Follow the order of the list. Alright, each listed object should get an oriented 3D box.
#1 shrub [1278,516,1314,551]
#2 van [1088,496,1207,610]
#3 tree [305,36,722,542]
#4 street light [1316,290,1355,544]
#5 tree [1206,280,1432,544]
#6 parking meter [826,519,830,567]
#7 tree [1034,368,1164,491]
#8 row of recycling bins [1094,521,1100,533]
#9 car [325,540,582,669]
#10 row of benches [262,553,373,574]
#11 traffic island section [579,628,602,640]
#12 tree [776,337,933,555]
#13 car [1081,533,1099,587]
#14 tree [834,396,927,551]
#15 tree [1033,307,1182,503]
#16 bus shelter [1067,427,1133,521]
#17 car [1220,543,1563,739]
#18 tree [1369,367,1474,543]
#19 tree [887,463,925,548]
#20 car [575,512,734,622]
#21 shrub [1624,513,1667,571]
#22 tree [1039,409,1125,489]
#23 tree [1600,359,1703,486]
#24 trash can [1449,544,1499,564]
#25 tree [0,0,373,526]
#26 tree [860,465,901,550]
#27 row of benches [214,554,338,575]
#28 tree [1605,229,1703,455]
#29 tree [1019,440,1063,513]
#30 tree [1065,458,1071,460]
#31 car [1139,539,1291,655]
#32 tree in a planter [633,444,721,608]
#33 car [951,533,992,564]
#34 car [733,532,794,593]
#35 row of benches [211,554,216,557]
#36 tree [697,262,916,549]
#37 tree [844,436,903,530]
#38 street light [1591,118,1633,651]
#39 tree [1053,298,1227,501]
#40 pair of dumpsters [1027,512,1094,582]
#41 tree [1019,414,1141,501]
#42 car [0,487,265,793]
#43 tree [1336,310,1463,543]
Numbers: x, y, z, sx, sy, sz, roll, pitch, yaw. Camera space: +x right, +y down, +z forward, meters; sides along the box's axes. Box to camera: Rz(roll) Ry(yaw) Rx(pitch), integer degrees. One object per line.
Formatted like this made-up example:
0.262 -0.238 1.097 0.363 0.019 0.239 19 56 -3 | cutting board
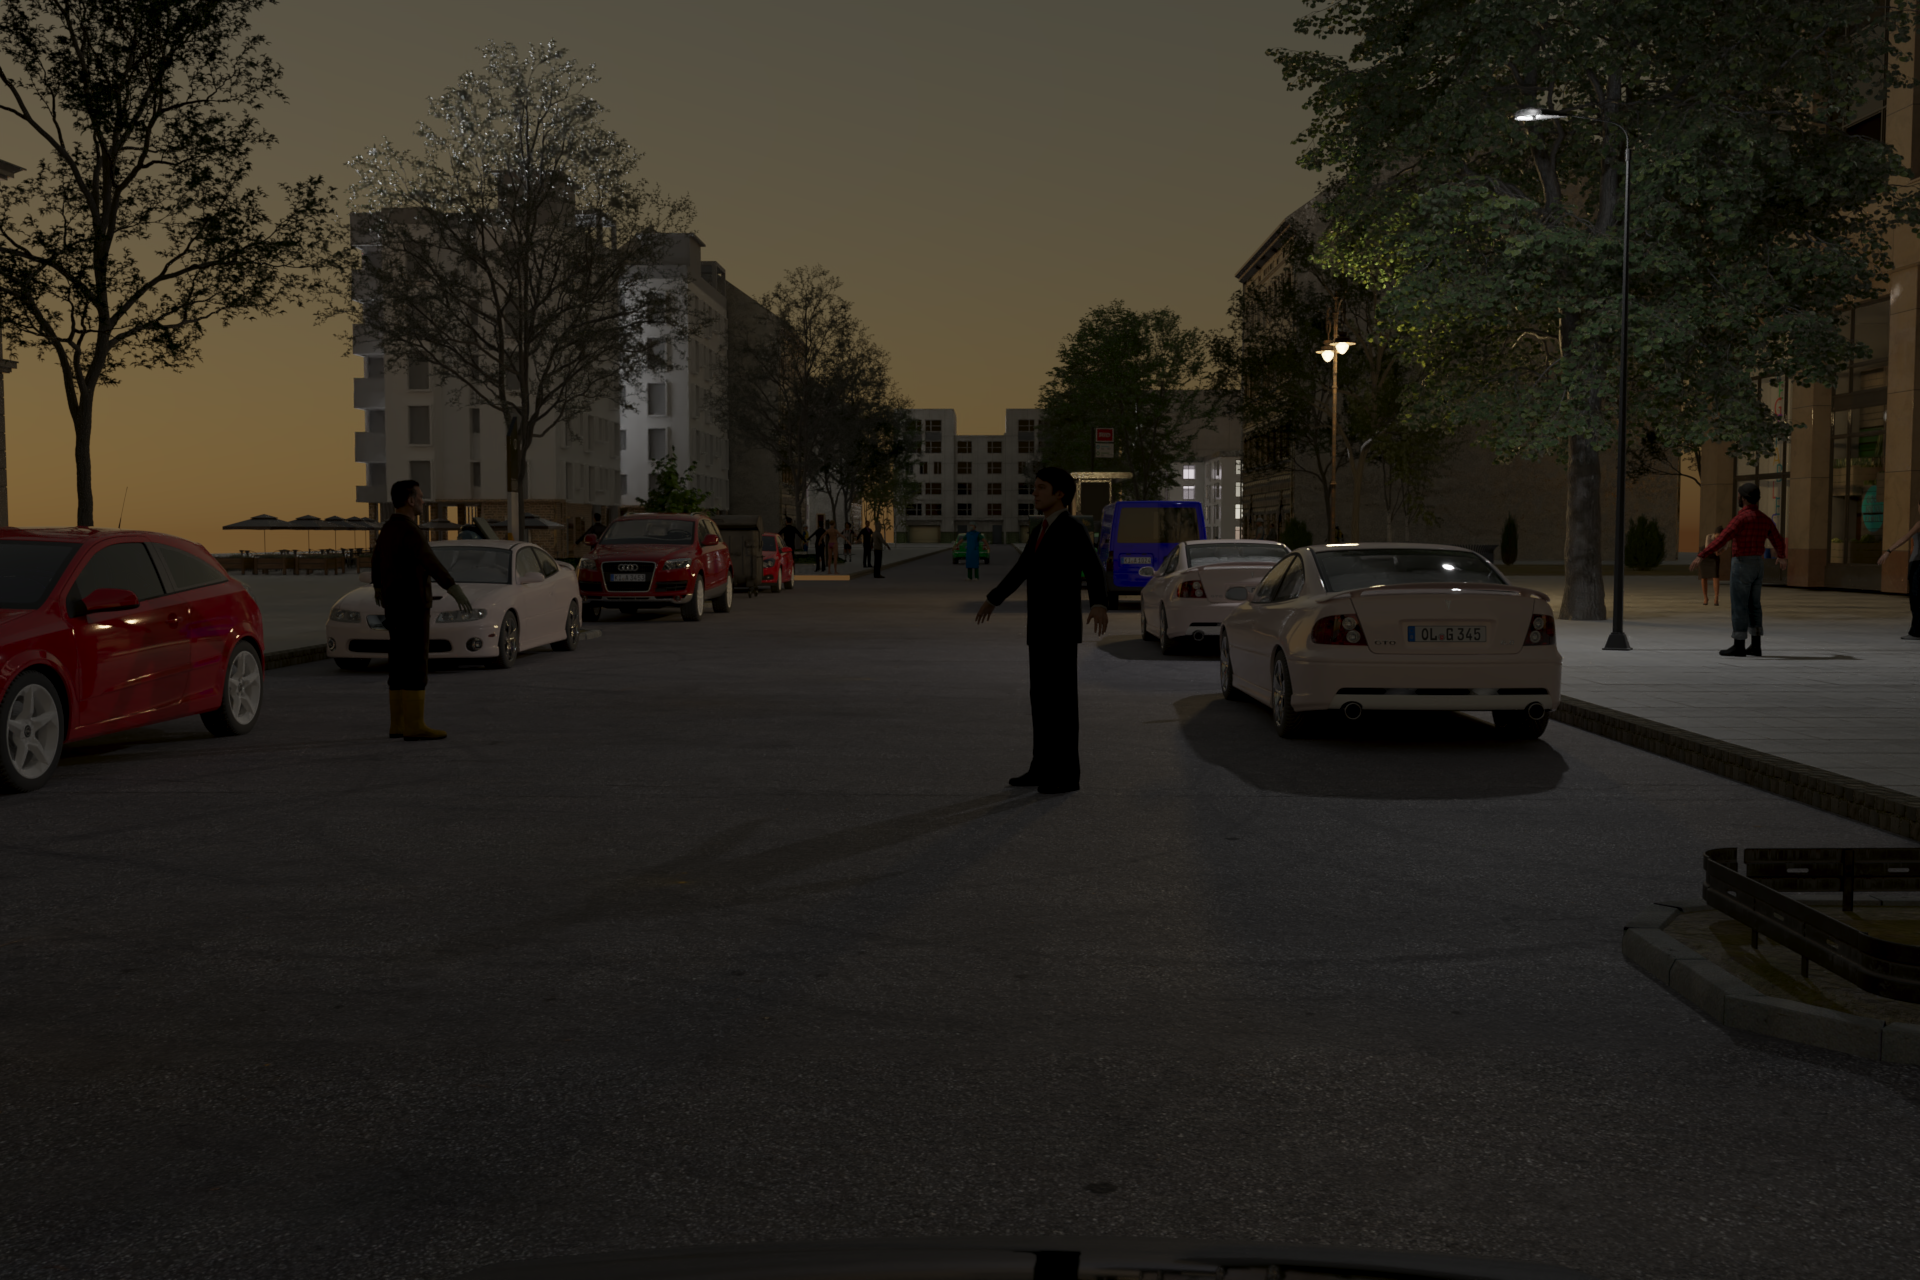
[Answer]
14.157 -4.227 73.148 1.661 2.075 1.752 0 3 0 | shrub
3.700 -1.828 34.279 2.240 2.365 5.245 0 4 1 | van
-10.920 -8.103 42.851 12.009 13.543 11.850 0 3 0 | tree
7.125 -3.682 32.996 0.468 5.910 1.993 0 4 2 | street light
13.504 -7.880 63.255 8.767 10.594 7.601 -1 4 -18 | tree
-5.285 -3.791 67.700 0.399 1.863 0.255 0 4 2 | parking meter
8.456 -10.921 104.317 9.928 11.665 9.643 0 3 0 | tree
4.395 -2.936 55.118 1.069 1.692 3.534 0 4 0 | row of recycling bins
-5.670 -0.462 19.912 2.083 1.381 4.827 0 4 1 | car
-20.654 -2.498 56.308 4.104 0.672 1.422 -1 4 -17 | row of benches
-6.039 -0.063 23.891 1.991 0.108 1.994 0 4 1 | traffic island section
-6.935 -12.010 106.728 12.009 13.543 11.850 0 3 0 | tree
3.794 -2.276 46.008 1.959 1.807 4.718 0 4 1 | car
-6.307 -12.564 131.170 9.928 11.665 9.643 0 3 0 | tree
7.313 -10.337 87.133 7.486 12.596 7.792 0 3 0 | tree
4.751 -5.206 62.751 2.179 5.291 8.768 0 4 -1 | bus shelter
3.180 -0.070 13.510 2.083 1.381 4.827 0 4 1 | car
18.728 -7.494 72.888 4.360 8.622 3.978 0 3 0 | tree
-5.555 -12.477 154.365 4.737 8.622 4.395 0 3 0 | tree
-5.223 -1.309 30.075 2.281 1.827 5.304 0 4 1 | car
23.867 -3.430 60.495 1.690 2.028 1.600 0 3 0 | shrub
8.603 -11.312 119.358 7.601 10.594 8.767 -3 5 -39 | tree
28.996 -8.129 67.315 8.767 10.594 7.601 -2 4 -26 | tree
6.932 -0.727 23.547 0.748 1.137 0.748 0 3 0 | trash can
-11.541 -5.364 22.107 8.767 10.594 7.601 1 4 13 | tree
-6.409 -11.808 143.427 4.737 8.622 4.395 0 3 0 | tree
-21.428 -2.382 54.407 4.104 0.672 1.422 1 4 12 | row of benches
23.852 -7.850 54.101 9.928 11.665 9.643 0 3 0 | tree
9.862 -13.679 158.069 8.767 10.594 7.601 -3 4 -38 | tree
8.992 -10.902 128.613 4.737 8.622 4.395 0 3 0 | tree
3.340 -0.579 21.831 2.083 1.381 4.827 0 4 1 | car
-5.735 -2.275 34.422 1.991 3.239 1.994 0 4 1 | tree in a planter
0.543 -4.561 83.364 1.959 1.807 4.718 0 4 1 | car
-5.251 -2.115 43.619 2.155 1.783 4.494 0 4 1 | car
-26.287 -2.522 56.703 4.104 0.672 1.422 1 4 10 | row of benches
-7.239 -10.259 78.097 12.009 13.543 11.850 0 3 0 | tree
-6.318 -10.433 120.948 4.737 8.622 4.395 0 3 0 | tree
7.822 -2.841 18.984 1.470 5.913 1.316 0 4 1 | street light
7.931 -9.175 75.762 9.928 11.665 9.643 0 3 0 | tree
4.210 -2.845 51.460 4.436 2.255 1.574 0 3 0 | pair of dumpsters
9.844 -14.095 140.816 12.009 13.543 11.850 0 3 0 | tree
-6.007 -0.115 10.917 2.155 1.783 4.494 0 4 1 | car
13.909 -6.409 55.147 4.737 8.622 4.395 0 3 0 | tree
